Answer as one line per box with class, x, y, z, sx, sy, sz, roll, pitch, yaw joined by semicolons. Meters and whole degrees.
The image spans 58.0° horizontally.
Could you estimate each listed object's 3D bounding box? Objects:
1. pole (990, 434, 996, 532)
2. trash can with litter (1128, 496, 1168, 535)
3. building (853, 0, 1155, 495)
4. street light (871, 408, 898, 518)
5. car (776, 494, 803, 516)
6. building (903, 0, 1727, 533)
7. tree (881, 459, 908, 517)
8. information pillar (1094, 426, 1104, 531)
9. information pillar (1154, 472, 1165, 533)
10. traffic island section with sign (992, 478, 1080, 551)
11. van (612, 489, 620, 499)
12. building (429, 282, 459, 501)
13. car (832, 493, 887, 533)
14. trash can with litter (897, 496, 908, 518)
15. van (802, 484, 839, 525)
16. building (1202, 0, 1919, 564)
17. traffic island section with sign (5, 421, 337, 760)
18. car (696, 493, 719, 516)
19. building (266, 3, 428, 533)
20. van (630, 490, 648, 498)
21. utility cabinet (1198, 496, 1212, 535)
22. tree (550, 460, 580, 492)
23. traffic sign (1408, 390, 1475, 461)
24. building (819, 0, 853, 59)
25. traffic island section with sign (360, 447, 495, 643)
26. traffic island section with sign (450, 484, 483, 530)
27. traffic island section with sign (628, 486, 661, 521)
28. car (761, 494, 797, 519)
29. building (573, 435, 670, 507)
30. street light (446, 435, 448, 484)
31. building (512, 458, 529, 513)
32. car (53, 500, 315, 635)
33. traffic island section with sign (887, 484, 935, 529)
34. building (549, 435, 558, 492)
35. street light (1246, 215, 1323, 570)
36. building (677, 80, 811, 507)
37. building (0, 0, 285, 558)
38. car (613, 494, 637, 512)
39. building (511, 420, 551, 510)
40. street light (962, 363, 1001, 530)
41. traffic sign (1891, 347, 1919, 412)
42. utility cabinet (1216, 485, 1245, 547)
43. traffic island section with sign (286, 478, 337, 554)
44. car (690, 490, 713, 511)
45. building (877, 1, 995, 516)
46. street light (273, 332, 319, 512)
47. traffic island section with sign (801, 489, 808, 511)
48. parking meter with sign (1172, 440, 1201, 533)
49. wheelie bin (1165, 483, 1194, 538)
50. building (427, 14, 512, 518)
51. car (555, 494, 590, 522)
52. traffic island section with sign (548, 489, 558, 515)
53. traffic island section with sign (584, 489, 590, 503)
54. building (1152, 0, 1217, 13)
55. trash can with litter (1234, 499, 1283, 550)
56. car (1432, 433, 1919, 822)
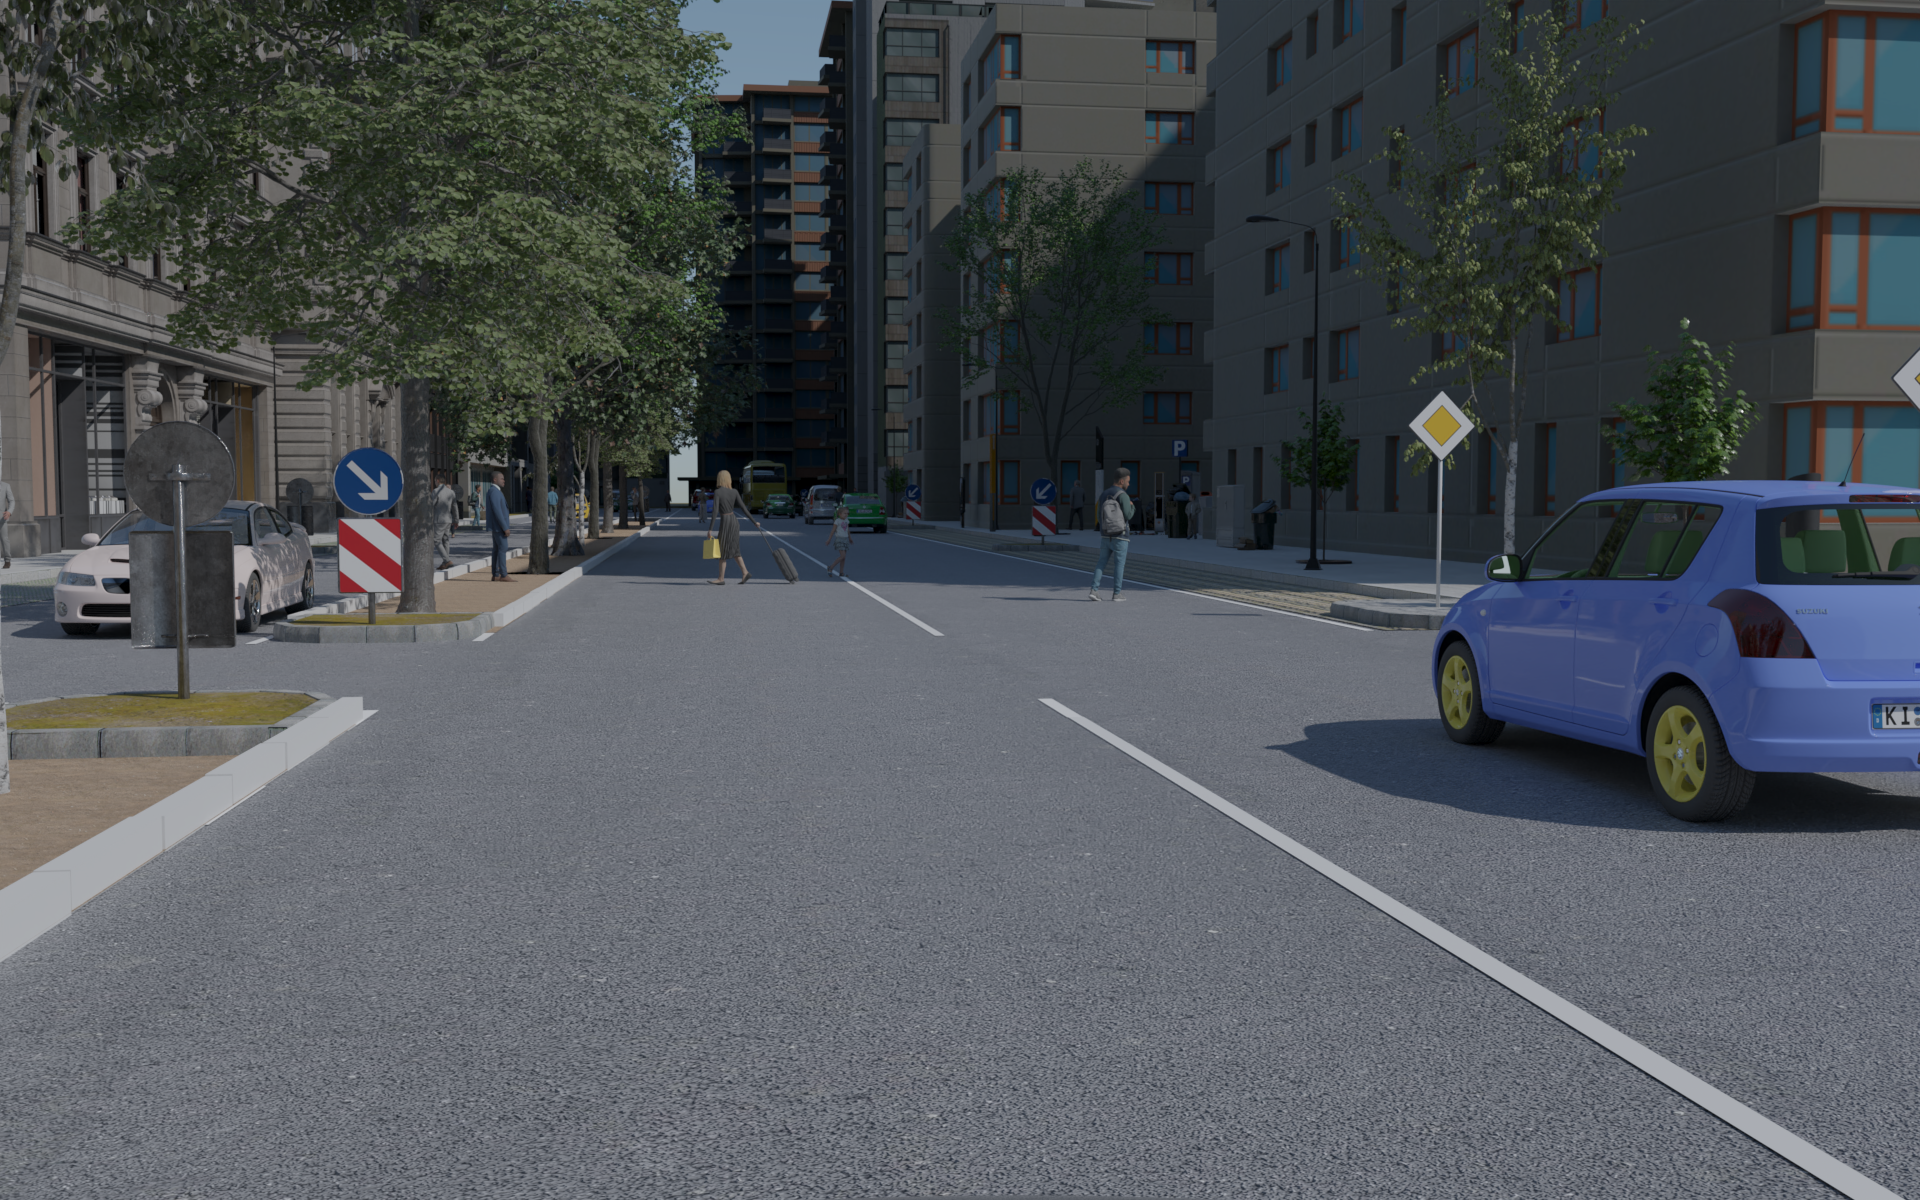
pole;1.113;-3.982;58.942;0.158;3.312;0.155;0;3;0
trash can with litter;5.825;-2.640;54.226;2.233;1.210;1.678;0;4;-1
building;2.670;-35.798;127.289;21.231;58.520;28.212;-1;4;-8
street light;-4.108;-7.423;93.911;1.470;5.913;1.316;-1;4;-8
car;-11.162;-6.335;113.369;2.009;1.686;4.222;0;4;-7
building;12.833;-14.227;77.650;27.650;21.520;28.899;-1;4;-8
tree;-3.517;-6.229;96.449;1.663;3.219;1.824;0;3;0
information pillar;4.780;-4.162;59.396;0.183;3.616;0.504;-1;4;-20
information pillar;6.672;-3.265;57.882;0.304;2.012;0.304;1;4;14
traffic island section with sign;1.866;-2.159;43.929;1.989;1.847;2.006;-1;4;-8
van;-30.757;-9.108;155.928;2.013;2.044;4.112;-1;4;-8
building;-31.411;-15.439;82.106;12.332;23.373;15.834;-1;4;-8
car;-3.742;-3.411;64.566;1.959;1.807;4.718;0;4;-8
trash can with litter;-2.947;-4.973;92.695;0.624;1.170;1.055;1;4;21
van;-6.491;-4.614;82.444;2.013;2.044;4.112;-1;4;-9
building;23.278;-11.776;37.572;28.899;21.520;27.650;-1;4;-8
traffic island section with sign;-4.795;-0.130;10.257;2.006;1.907;1.989;-1;4;-8
car;-16.217;-6.327;113.044;1.945;1.707;3.694;-1;4;-10
building;-26.860;-14.425;64.725;11.050;23.489;19.941;-1;4;-8
van;-30.009;-9.438;161.326;2.013;2.044;4.112;0;4;-7
utility cabinet;7.639;-2.602;53.700;0.306;1.237;1.020;0;4;-5
tree;-34.674;-10.187;150.268;4.285;4.588;4.351;0;3;0
traffic sign;5.430;-1.059;19.506;0.795;2.593;0.064;-1;4;-8
building;-1.263;-30.661;155.925;22.147;44.769;28.867;-1;4;-8
traffic island section with sign;-5.867;-0.578;17.586;2.006;1.907;1.989;-1;4;-8
traffic island section with sign;-20.010;-3.673;68.681;1.989;1.847;2.006;-1;4;-8
traffic island section with sign;-16.839;-5.125;91.923;2.006;1.907;1.989;-1;4;-8
car;-10.722;-5.554;102.604;2.131;1.459;4.920;0;4;-8
building;-37.459;-25.008;180.582;14.107;30.474;14.160;-1;4;-8
street light;-23.702;-6.689;81.903;1.470;5.913;1.316;-1;4;-8
building;-41.255;-41.676;119.659;20.563;71.187;20.611;-1;4;-8
car;-8.478;-0.423;19.283;2.083;1.381;4.827;-1;4;-10
traffic island section with sign;-2.107;-3.802;70.796;1.989;1.847;2.006;-1;4;-8
building;-43.661;-28.998;157.713;14.086;41.232;14.154;-1;4;-8
street light;5.437;-3.456;29.044;1.470;5.913;1.316;-1;4;-8
building;-15.868;-32.536;186.582;28.867;44.769;22.147;-1;4;-8
building;-23.374;-11.249;34.839;10.553;20.767;40.483;-1;4;-8
car;-26.464;-7.653;136.920;2.131;1.459;4.920;0;4;-6
building;-40.745;-22.434;138.490;14.160;30.474;14.107;-1;4;-8
street light;0.763;-5.437;61.435;1.470;5.913;1.316;-1;4;-8
traffic sign;6.595;-0.576;11.606;0.795;2.593;0.064;-1;4;-8
utility cabinet;6.481;-2.011;41.556;0.318;1.500;1.173;-1;4;-11
traffic island section with sign;-16.069;-2.042;42.014;1.989;1.847;2.006;-1;4;-8
car;-22.155;-8.624;149.668;2.281;1.827;5.304;-1;4;-10
building;1.691;-20.486;106.654;14.160;30.474;14.107;-1;4;-8
street light;-18.981;-4.706;49.487;1.470;5.913;1.316;-1;4;-8
traffic island section with sign;-13.329;-8.459;146.929;1.989;1.847;2.006;-1;4;-8
parking meter with sign;7.532;-3.675;56.342;0.543;3.016;1.738;2;4;34
wheelie bin;6.375;-2.591;50.267;0.693;1.594;0.980;-2;4;-28
building;-38.134;-29.087;99.276;21.300;48.544;21.600;-1;4;-8
car;-20.096;-4.877;89.961;2.015;1.641;3.980;-1;4;-10
traffic island section with sign;-27.220;-6.668;117.653;1.989;1.847;2.006;-1;4;-8
traffic island section with sign;-31.185;-8.311;144.510;1.989;1.847;2.006;-1;4;-8
building;23.404;-33.037;163.863;21.600;48.544;21.300;-1;4;-8
trash can with litter;6.822;-1.728;39.640;1.055;1.170;0.624;-2;4;-35
car;3.807;0.039;8.947;1.945;1.707;3.694;0;4;-7
